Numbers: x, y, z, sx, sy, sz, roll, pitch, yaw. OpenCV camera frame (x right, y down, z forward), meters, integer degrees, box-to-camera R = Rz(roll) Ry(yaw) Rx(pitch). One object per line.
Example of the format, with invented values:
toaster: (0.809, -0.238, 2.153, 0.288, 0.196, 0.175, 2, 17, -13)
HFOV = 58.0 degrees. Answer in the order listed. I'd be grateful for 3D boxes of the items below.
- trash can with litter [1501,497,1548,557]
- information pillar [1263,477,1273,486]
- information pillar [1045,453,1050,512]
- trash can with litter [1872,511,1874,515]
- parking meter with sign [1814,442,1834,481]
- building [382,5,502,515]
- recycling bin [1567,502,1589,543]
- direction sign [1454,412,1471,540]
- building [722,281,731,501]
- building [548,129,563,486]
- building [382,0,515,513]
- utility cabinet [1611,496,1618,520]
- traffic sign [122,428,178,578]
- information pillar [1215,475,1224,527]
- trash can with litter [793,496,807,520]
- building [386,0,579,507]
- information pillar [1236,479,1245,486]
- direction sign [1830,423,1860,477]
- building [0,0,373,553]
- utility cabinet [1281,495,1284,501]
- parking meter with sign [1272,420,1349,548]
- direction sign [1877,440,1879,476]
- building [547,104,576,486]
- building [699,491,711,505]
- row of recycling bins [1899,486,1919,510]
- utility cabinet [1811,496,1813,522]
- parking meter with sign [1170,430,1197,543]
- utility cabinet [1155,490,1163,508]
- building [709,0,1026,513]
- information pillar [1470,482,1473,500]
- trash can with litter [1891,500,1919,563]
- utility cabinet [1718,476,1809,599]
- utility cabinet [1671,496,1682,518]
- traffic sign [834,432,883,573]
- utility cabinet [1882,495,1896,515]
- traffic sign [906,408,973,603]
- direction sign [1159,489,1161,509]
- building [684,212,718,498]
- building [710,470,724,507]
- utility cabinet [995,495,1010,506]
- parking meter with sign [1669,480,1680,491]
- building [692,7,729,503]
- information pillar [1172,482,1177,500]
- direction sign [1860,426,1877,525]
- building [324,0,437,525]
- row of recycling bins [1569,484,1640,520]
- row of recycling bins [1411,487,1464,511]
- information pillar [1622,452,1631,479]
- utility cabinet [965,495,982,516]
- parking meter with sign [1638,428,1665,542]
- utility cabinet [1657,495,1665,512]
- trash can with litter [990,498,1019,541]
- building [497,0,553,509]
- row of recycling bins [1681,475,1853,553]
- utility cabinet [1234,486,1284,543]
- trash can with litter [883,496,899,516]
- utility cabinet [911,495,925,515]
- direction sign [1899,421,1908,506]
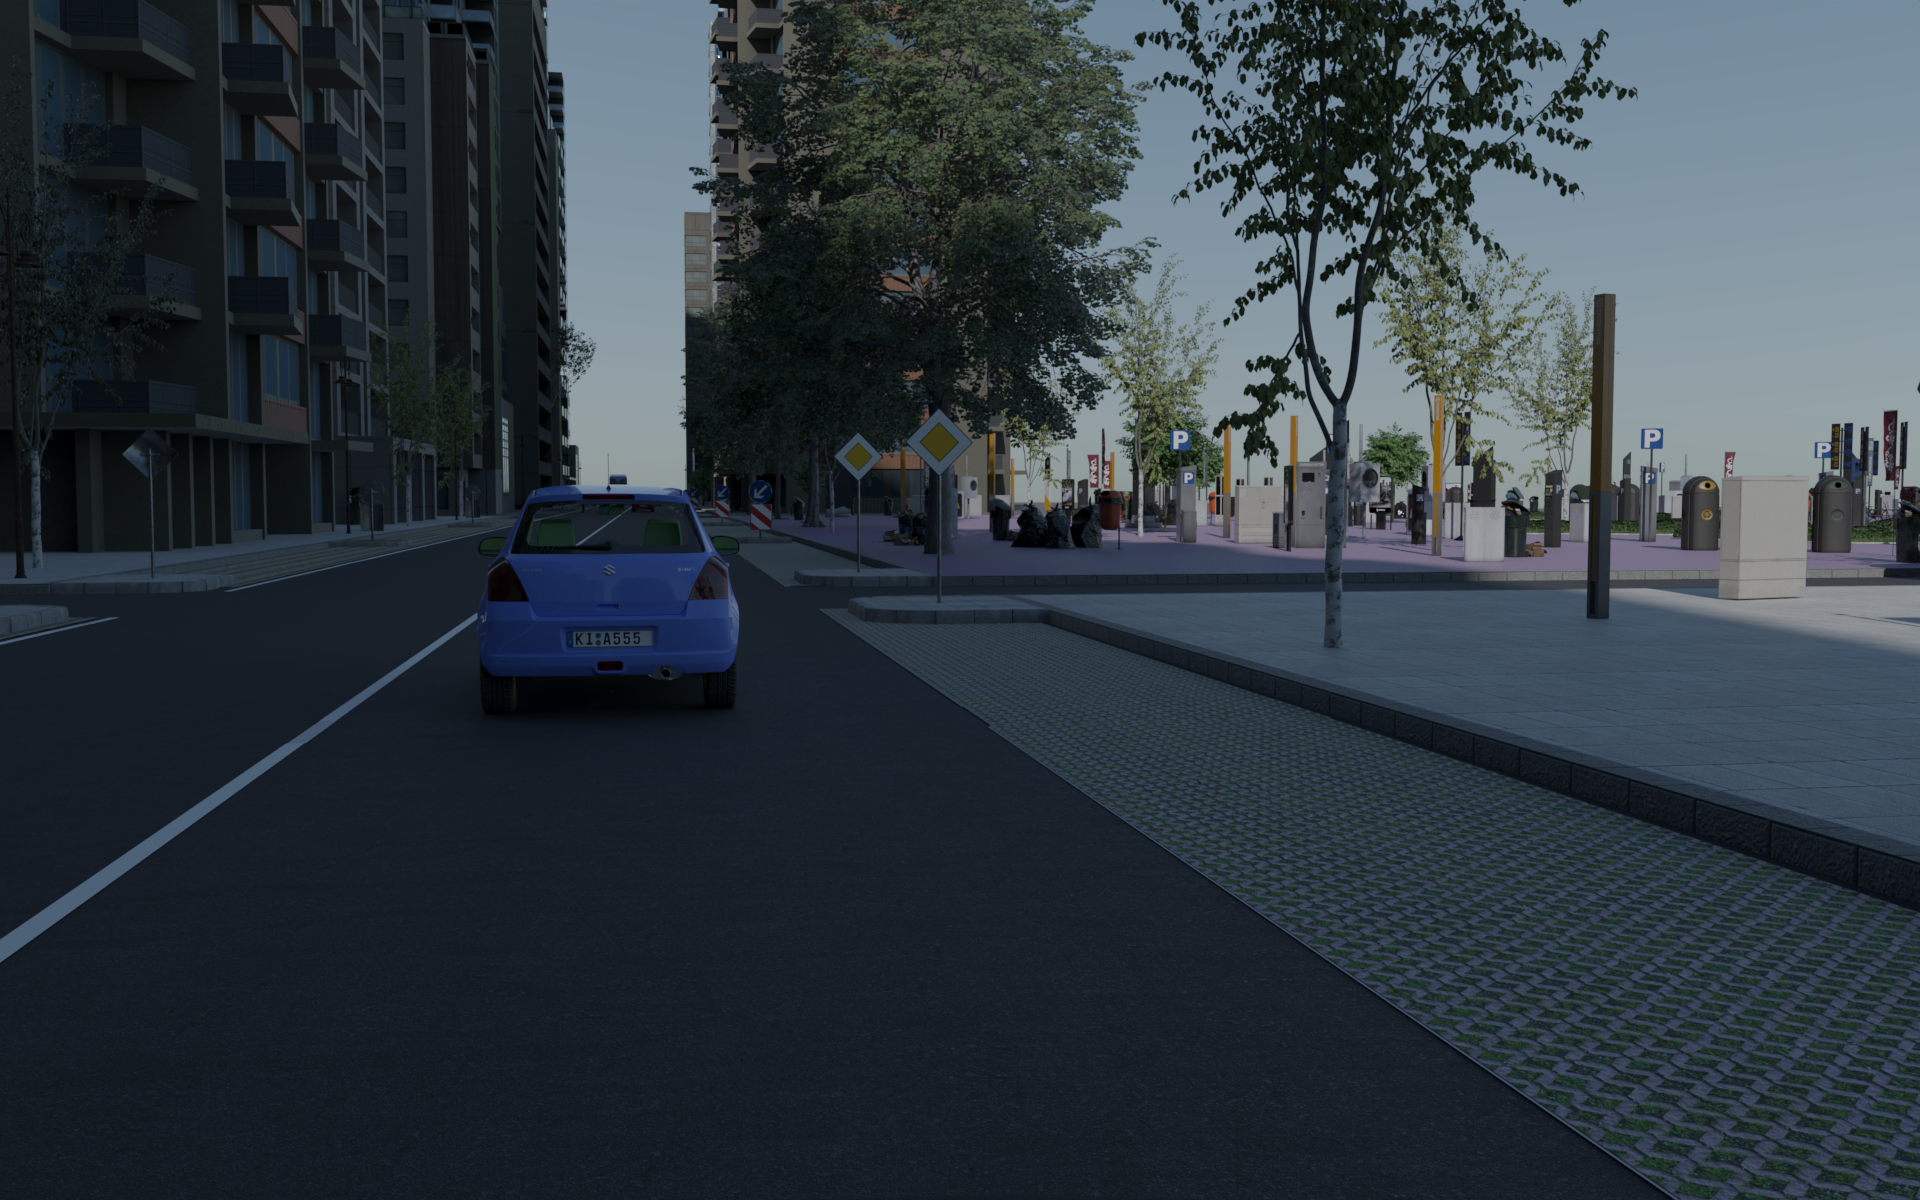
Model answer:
trash can with litter: (11.447, -1.465, 35.335, 1.055, 1.170, 0.624, -2, 4, -30)
information pillar: (13.188, -4.258, 74.116, 0.304, 2.012, 0.304, -3, 5, -44)
information pillar: (4.992, -6.560, 98.612, 0.183, 3.616, 0.504, -2, 4, -30)
trash can with litter: (55.481, -5.685, 104.340, 1.055, 1.170, 0.624, -2, 4, -29)
parking meter with sign: (28.515, -3.723, 57.133, 0.543, 3.016, 1.738, 1, 4, 23)
building: (-36.086, -20.452, 106.099, 14.160, 30.474, 14.107, -1, 4, -10)
recycling bin: (16.745, -2.053, 46.123, 0.722, 1.027, 0.722, -1, 4, -15)
direction sign: (13.909, -3.423, 47.959, 0.379, 3.537, 0.876, -1, 4, -9)
building: (-13.685, -23.199, 150.997, 14.160, 30.474, 14.107, -1, 4, -10)
building: (-50.760, -30.809, 187.316, 14.154, 41.232, 14.086, -1, 4, -10)
building: (-44.269, -49.768, 126.379, 22.319, 86.520, 31.000, -1, 4, -10)
utility cabinet: (24.546, -3.299, 65.098, 0.306, 1.237, 1.020, 1, 4, 22)
traffic sign: (-12.285, -1.387, 26.313, 0.795, 2.450, 0.064, -1, 4, -10)
information pillar: (10.273, -3.902, 68.295, 0.304, 2.012, 0.304, -3, 5, -43)
trash can with litter: (-7.660, -4.488, 84.766, 1.055, 1.170, 0.624, 1, 4, 10)
building: (-63.928, -56.554, 237.322, 22.319, 86.520, 31.000, -1, 4, -10)
information pillar: (13.225, -4.729, 81.810, 0.304, 2.012, 0.304, -3, 5, -42)
direction sign: (28.176, -3.878, 55.408, 0.379, 3.537, 0.876, -1, 4, -16)
building: (-29.398, -24.066, 48.100, 22.147, 44.769, 28.867, -1, 4, -10)
utility cabinet: (18.081, -5.323, 98.184, 1.020, 1.237, 0.306, 2, 4, 26)
parking meter with sign: (8.297, -2.739, 41.051, 1.738, 3.016, 0.543, 0, 4, 7)
direction sign: (38.637, -4.988, 73.550, 0.379, 3.537, 0.876, -1, 4, -14)
building: (-58.979, -35.999, 208.192, 23.786, 49.044, 30.456, -1, 4, -10)
building: (-14.795, -31.447, 206.042, 32.217, 40.220, 23.993, -1, 4, -10)
row of recycling bins: (50.069, -5.147, 91.264, 1.069, 1.692, 3.534, 2, 4, 24)
utility cabinet: (27.376, -2.704, 55.379, 0.306, 1.237, 1.020, 2, 4, 25)
parking meter with sign: (6.034, -3.065, 46.371, 0.543, 3.016, 1.738, 0, 4, -3)
utility cabinet: (9.785, -4.877, 88.423, 1.173, 1.500, 0.318, 3, 5, 44)
building: (-7.299, -29.070, 129.913, 22.147, 44.769, 28.867, -1, 4, -10)
information pillar: (31.521, -6.240, 106.520, 0.304, 2.012, 0.304, 1, 4, 13)
trash can with litter: (18.002, -1.280, 32.317, 1.055, 1.170, 0.624, 1, 4, 19)
utility cabinet: (9.813, -0.764, 21.162, 1.173, 1.500, 0.318, -2, 4, -26)
utility cabinet: (28.428, -3.467, 67.854, 1.020, 1.237, 0.306, 1, 4, 15)
traffic sign: (-1.656, -1.501, 28.188, 0.795, 2.450, 0.064, -1, 4, -10)
utility cabinet: (53.940, -5.492, 100.951, 0.306, 1.237, 1.020, -3, 5, -43)
traffic sign: (-0.248, -1.020, 20.328, 0.795, 2.450, 0.064, -1, 4, -10)
direction sign: (8.481, -4.981, 73.443, 0.876, 3.537, 0.379, 0, 4, -2)
building: (-33.171, -34.859, 253.535, 14.154, 41.232, 14.086, -1, 4, -10)
building: (-13.704, -44.604, 167.519, 20.563, 71.187, 20.611, -1, 4, -10)
utility cabinet: (2.057, -4.678, 87.648, 1.020, 1.237, 0.306, -3, 5, -43)
parking meter with sign: (39.429, -6.058, 95.301, 1.738, 3.016, 0.543, 3, 5, 45)
building: (-24.340, -56.159, 230.870, 22.319, 86.520, 31.000, -1, 4, -10)
information pillar: (11.813, -6.322, 94.719, 0.504, 3.616, 0.183, 1, 4, 14)
direction sign: (30.458, -4.061, 58.396, 0.379, 3.537, 0.876, 1, 4, 13)
building: (-35.742, -39.211, 79.358, 20.563, 71.187, 20.611, -1, 4, -10)
row of recycling bins: (26.199, -3.876, 70.488, 1.069, 1.692, 3.534, -2, 4, -25)
row of recycling bins: (26.226, -5.402, 95.443, 3.534, 1.692, 1.069, -2, 4, -27)
information pillar: (36.790, -6.375, 95.580, 0.504, 3.616, 0.183, -1, 4, -17)
utility cabinet: (0.794, -5.660, 103.708, 1.020, 1.237, 0.306, -2, 4, -32)
parking meter with sign: (18.611, -3.088, 46.756, 0.543, 3.016, 1.738, 1, 4, 19)
utility cabinet: (39.407, -5.262, 97.191, 1.020, 1.237, 0.306, 1, 4, 9)
trash can with litter: (1.328, -2.200, 47.350, 1.055, 1.170, 0.624, 3, 5, 43)
building: (-47.917, -32.407, 153.554, 21.300, 48.544, 21.600, -1, 4, -10)
row of recycling bins: (18.017, -1.937, 38.782, 3.534, 1.692, 1.069, 2, 4, 33)
utility cabinet: (7.759, -2.227, 45.083, 1.173, 1.500, 0.318, -1, 4, -14)
trash can with litter: (-3.997, -5.526, 101.734, 1.055, 1.170, 0.624, -1, 4, -9)
utility cabinet: (-2.306, -5.413, 99.664, 1.020, 1.237, 0.306, 2, 4, 28)
direction sign: (29.581, -3.814, 54.357, 0.379, 3.537, 0.876, 1, 4, 17)
